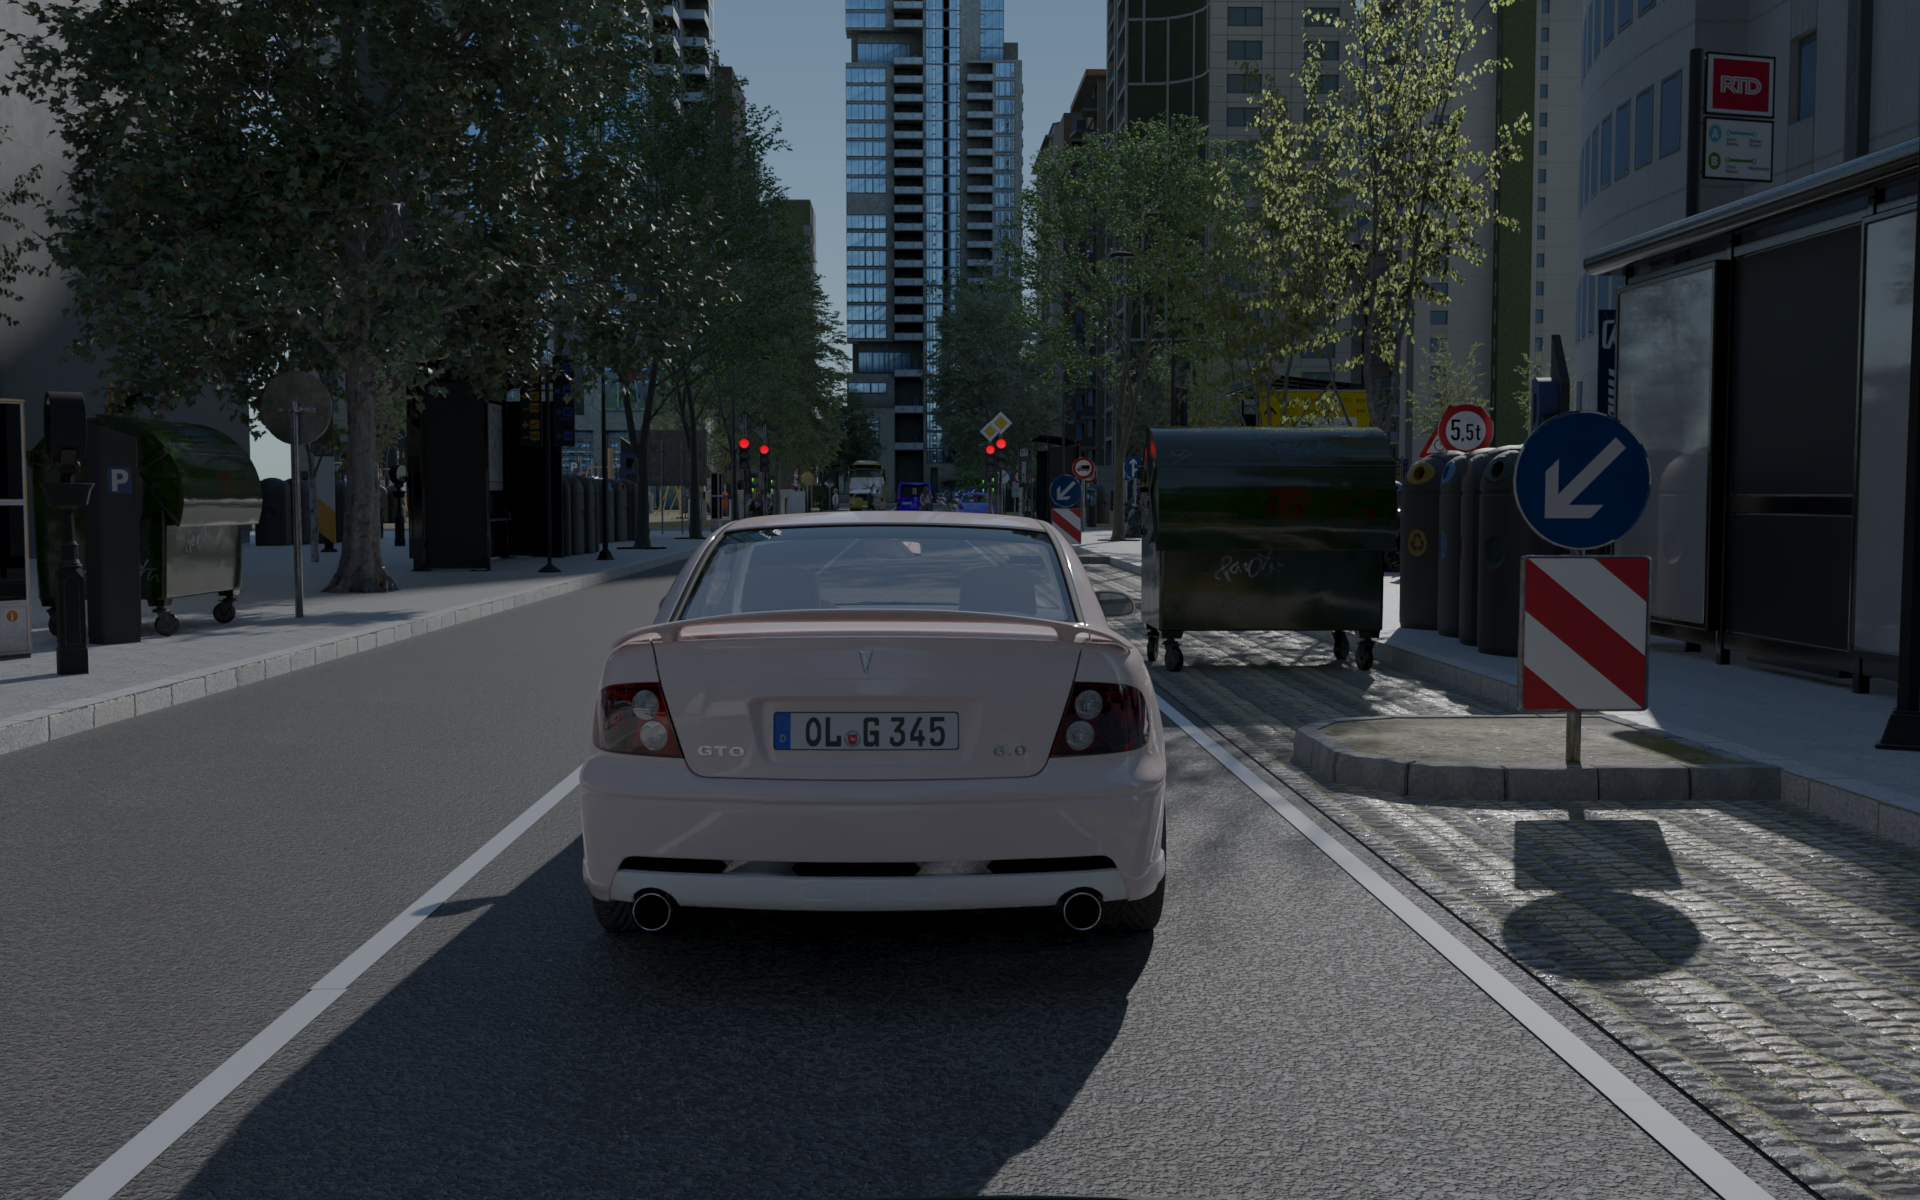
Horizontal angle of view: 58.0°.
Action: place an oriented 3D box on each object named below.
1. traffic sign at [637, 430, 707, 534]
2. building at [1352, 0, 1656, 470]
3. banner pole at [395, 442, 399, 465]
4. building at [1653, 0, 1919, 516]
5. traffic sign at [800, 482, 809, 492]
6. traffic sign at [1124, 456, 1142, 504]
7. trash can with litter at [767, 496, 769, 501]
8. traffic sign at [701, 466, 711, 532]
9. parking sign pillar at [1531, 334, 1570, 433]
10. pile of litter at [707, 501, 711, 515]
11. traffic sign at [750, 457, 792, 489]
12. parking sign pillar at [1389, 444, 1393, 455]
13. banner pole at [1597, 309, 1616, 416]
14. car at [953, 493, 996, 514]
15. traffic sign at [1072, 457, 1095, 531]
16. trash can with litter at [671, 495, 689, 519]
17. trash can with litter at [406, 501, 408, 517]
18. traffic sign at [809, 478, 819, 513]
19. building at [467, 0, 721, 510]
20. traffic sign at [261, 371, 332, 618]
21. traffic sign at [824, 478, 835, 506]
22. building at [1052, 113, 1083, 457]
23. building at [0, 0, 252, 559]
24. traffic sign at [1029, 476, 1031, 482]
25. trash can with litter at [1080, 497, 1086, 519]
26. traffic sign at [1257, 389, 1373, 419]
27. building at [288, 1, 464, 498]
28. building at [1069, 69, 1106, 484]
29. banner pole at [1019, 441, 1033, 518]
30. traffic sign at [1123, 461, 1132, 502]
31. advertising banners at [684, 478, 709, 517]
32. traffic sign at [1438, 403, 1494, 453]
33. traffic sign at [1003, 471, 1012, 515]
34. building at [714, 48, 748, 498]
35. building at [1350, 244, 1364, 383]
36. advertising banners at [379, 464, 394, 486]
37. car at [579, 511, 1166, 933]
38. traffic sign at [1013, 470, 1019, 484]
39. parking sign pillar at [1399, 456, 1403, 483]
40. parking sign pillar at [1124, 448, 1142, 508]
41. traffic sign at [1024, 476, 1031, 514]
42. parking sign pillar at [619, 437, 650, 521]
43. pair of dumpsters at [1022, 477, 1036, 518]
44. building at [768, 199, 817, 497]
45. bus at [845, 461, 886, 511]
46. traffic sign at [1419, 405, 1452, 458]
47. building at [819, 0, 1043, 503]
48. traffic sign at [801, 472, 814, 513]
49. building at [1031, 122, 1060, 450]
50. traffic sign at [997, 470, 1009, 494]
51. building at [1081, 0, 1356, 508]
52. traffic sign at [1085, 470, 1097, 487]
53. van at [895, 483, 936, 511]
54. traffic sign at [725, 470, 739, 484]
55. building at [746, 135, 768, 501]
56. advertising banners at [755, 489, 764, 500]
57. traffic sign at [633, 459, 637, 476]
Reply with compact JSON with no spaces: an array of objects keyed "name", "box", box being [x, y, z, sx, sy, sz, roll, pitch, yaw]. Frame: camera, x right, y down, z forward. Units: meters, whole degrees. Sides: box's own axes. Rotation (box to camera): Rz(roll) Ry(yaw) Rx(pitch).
[{"name":"traffic sign","box":[-9.144,-3.738,54.987,2.265,3.308,0.079,0,4,5]},{"name":"building","box":[59.817,-40.062,197.006,28.212,58.520,21.231,0,4,-2]},{"name":"banner pole","box":[-27.005,-5.701,83.231,0.401,3.779,0.863,-1,4,-9]},{"name":"building","box":[23.965,-30.031,33.001,21.231,58.520,28.212,0,4,-2]},{"name":"traffic sign","box":[-11.458,-7.810,127.693,0.884,2.594,0.081,0,4,3]},{"name":"traffic sign","box":[5.863,-3.544,58.046,0.768,2.556,0.104,0,4,6]},{"name":"trash can with litter","box":[-15.154,-7.634,136.211,0.624,1.170,1.055,-2,4,-23]},{"name":"traffic sign","box":[-8.765,-3.592,58.732,0.884,2.594,0.081,0,4,-1]},{"name":"parking sign pillar","box":[9.796,-2.463,28.747,1.447,3.967,1.447,1,4,12]},{"name":"pile of litter","box":[-15.185,-5.563,104.916,1.719,0.858,1.176,0,4,8]},{"name":"traffic sign","box":[-10.263,-6.135,94.176,2.265,3.308,0.079,0,4,1]},{"name":"parking sign pillar","box":[22.460,-6.379,92.761,1.447,3.967,1.447,1,4,10]},{"name":"banner pole","box":[7.999,-1.876,20.694,0.863,3.779,0.401,0,4,3]},{"name":"car","box":[0.656,-4.210,78.423,1.945,1.707,3.694,0,4,-1]},{"name":"traffic sign","box":[4.227,-3.623,59.338,0.768,2.556,0.104,0,4,1]},{"name":"trash can with litter","box":[-14.123,-4.796,89.468,1.678,1.210,2.233,-2,4,-25]},{"name":"trash can with litter","box":[-31.070,-5.237,97.004,1.055,1.170,0.624,1,4,16]},{"name":"traffic sign","box":[-9.234,-6.590,107.747,0.884,2.594,0.081,0,4,0]},{"name":"building","box":[-32.565,-51.499,154.676,22.319,86.520,31.000,0,4,-2]},{"name":"traffic sign","box":[-6.856,-1.088,17.894,0.768,2.556,0.104,0,4,6]},{"name":"traffic sign","box":[-9.270,-7.472,123.345,0.795,2.450,0.064,0,4,4]},{"name":"building","box":[18.156,-33.612,199.674,14.600,45.320,14.200,0,4,-2]},{"name":"building","box":[-30.346,-15.011,38.938,24.014,27.812,14.314,0,4,-2]},{"name":"traffic sign","box":[4.848,-7.293,119.339,0.768,2.556,0.104,0,4,7]},{"name":"trash can with litter","box":[6.281,-4.696,87.831,2.233,1.210,1.678,-1,4,-16]},{"name":"traffic sign","box":[6.881,-2.437,33.719,2.265,3.308,0.079,0,4,-1]},{"name":"building","box":[-61.669,-46.218,193.916,20.611,71.187,20.563,0,4,-2]},{"name":"building","box":[22.776,-32.012,178.016,22.147,44.769,28.867,0,4,-2]},{"name":"banner pole","box":[3.087,-5.486,79.707,0.863,3.779,0.401,-1,4,-17]},{"name":"traffic sign","box":[6.317,-4.026,65.923,0.768,2.556,0.104,0,4,5]},{"name":"advertising banners","box":[-13.735,-5.858,91.974,2.074,3.025,0.090,0,4,-3]},{"name":"traffic sign","box":[7.093,-1.484,24.378,0.768,2.556,0.104,0,4,5]},{"name":"traffic sign","box":[2.429,-5.736,93.887,0.768,2.556,0.104,0,4,6]},{"name":"building","box":[-29.550,-32.323,178.585,14.600,45.320,14.200,0,4,-2]},{"name":"building","box":[38.041,-26.266,201.150,14.107,30.474,14.160,0,4,-2]},{"name":"advertising banners","box":[-33.868,-6.508,102.596,0.090,3.025,2.074,1,4,11]},{"name":"car","box":[-0.271,0.325,7.043,2.083,1.381,4.827,0,4,0]},{"name":"traffic sign","box":[3.085,-5.388,88.199,0.768,2.556,0.104,0,4,0]},{"name":"parking sign pillar","box":[30.961,-8.199,122.533,1.447,3.967,1.447,2,4,29]},{"name":"parking sign pillar","box":[9.889,-6.648,97.168,1.447,3.967,1.447,1,4,20]},{"name":"traffic sign","box":[4.129,-6.762,110.657,0.768,2.556,0.104,0,4,5]},{"name":"parking sign pillar","box":[-15.434,-5.714,81.898,1.447,3.967,1.447,1,4,8]},{"name":"pair of dumpsters","box":[4.256,-5.619,94.371,1.574,2.255,4.437,0,4,-2]},{"name":"building","box":[-27.284,-34.164,242.173,14.086,41.232,14.154,0,4,-2]},{"name":"bus","box":[-6.973,-8.516,130.776,2.896,3.916,12.252,0,4,-1]},{"name":"traffic sign","box":[7.125,-1.546,25.279,0.884,2.594,0.081,0,4,1]},{"name":"building","box":[-4.271,-57.067,245.719,31.000,86.520,22.319,0,4,-2]},{"name":"traffic sign","box":[-8.746,-6.061,99.208,0.768,2.556,0.104,0,4,3]},{"name":"building","box":[24.883,-40.443,250.486,27.495,52.752,28.713,0,4,-2]},{"name":"traffic sign","box":[2.237,-5.622,92.029,0.768,2.556,0.104,0,4,4]},{"name":"building","box":[21.988,-43.684,152.485,20.563,71.187,20.611,0,4,-2]},{"name":"traffic sign","box":[5.929,-4.886,79.996,0.768,2.556,0.104,0,4,7]},{"name":"van","box":[-2.441,-5.490,94.138,2.240,2.365,5.245,0,4,-1]},{"name":"traffic sign","box":[-12.000,-5.574,91.234,0.768,2.556,0.104,0,4,4]},{"name":"building","box":[-30.169,-31.522,198.974,14.086,41.232,14.154,0,4,-2]},{"name":"advertising banners","box":[-14.656,-8.122,128.974,2.074,3.025,0.090,0,4,8]},{"name":"traffic sign","box":[-10.609,-3.547,58.099,0.768,2.556,0.104,0,4,8]}]
